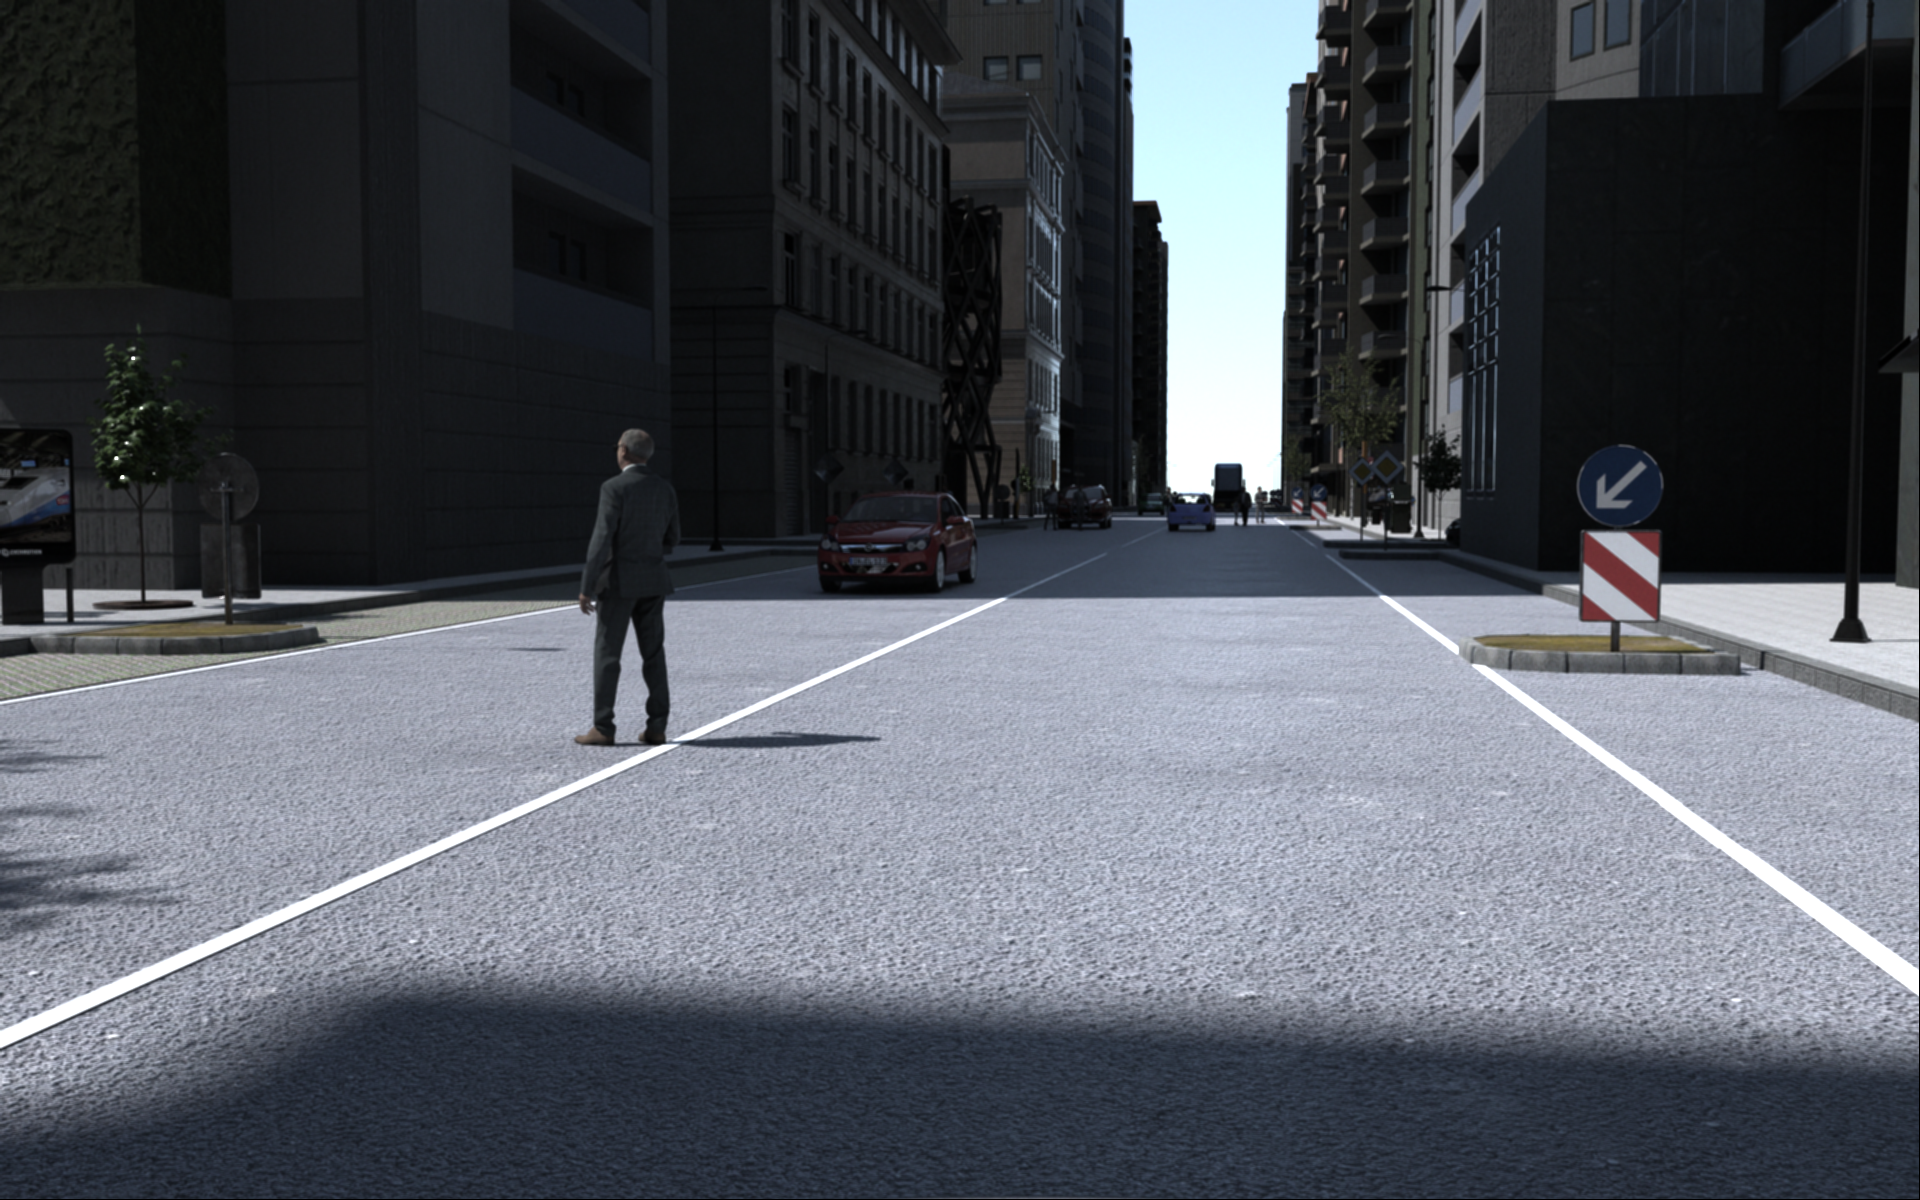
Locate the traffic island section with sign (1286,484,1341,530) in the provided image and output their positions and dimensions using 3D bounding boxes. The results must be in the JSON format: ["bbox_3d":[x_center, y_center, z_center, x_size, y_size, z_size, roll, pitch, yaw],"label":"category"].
[{"bbox_3d":[14.268,-3.730,69.609,1.989,1.847,2.006,1,4,9],"label":"traffic island section with sign"}]

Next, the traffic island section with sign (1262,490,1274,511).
[{"bbox_3d":[26.565,-8.347,145.106,1.989,1.847,2.006,1,4,9],"label":"traffic island section with sign"}]

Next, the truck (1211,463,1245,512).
[{"bbox_3d":[22.604,-9.550,145.906,2.967,4.110,18.799,1,4,9],"label":"truck"}]

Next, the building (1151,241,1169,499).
[{"bbox_3d":[25.468,-36.093,273.719,14.154,41.232,14.086,1,4,9],"label":"building"}]

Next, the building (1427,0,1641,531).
[{"bbox_3d":[29.936,-31.193,52.006,28.212,58.520,21.231,1,4,9],"label":"building"}]

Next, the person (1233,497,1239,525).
[{"bbox_3d":[12.768,-4.106,79.912,0.394,1.301,0.425,-2,4,-35],"label":"person"}]

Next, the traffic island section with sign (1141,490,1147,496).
[{"bbox_3d":[18.444,-10.100,173.767,1.989,1.847,2.006,1,4,9],"label":"traffic island section with sign"}]

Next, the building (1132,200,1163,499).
[{"bbox_3d":[17.975,-36.578,252.680,22.147,44.769,28.867,1,4,9],"label":"building"}]

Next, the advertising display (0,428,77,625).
[{"bbox_3d":[-9.253,-0.724,17.044,0.974,1.923,0.123,-2,4,-33],"label":"advertising display"}]

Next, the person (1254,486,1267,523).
[{"bbox_3d":[14.669,-4.632,84.437,0.606,1.804,0.583,-3,5,-43],"label":"person"}]

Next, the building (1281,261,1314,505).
[{"bbox_3d":[47.352,-27.055,214.044,14.160,30.474,14.107,1,4,9],"label":"building"}]

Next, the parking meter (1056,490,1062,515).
[{"bbox_3d":[6.171,-6.075,107.730,0.372,1.533,0.369,0,3,0],"label":"parking meter"}]

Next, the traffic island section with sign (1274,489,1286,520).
[{"bbox_3d":[18.606,-5.358,96.224,1.989,1.847,2.006,1,4,9],"label":"traffic island section with sign"}]

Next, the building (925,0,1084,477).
[{"bbox_3d":[-4.457,-33.642,139.284,28.713,52.752,27.495,1,4,9],"label":"building"}]

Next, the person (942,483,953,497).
[{"bbox_3d":[-0.461,-3.075,58.866,0.778,1.811,0.616,-2,4,-24],"label":"person"}]

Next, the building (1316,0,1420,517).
[{"bbox_3d":[32.308,-27.345,101.715,22.147,44.769,28.867,1,4,9],"label":"building"}]

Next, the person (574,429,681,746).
[{"bbox_3d":[-1.938,-0.079,9.968,0.590,1.801,0.661,3,5,40],"label":"person"}]

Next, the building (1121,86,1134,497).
[{"bbox_3d":[11.377,-32.904,188.092,14.600,45.320,14.200,1,4,9],"label":"building"}]

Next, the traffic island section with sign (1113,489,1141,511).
[{"bbox_3d":[14.018,-8.436,146.549,1.989,1.847,2.006,1,4,9],"label":"traffic island section with sign"}]

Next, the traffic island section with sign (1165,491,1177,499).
[{"bbox_3d":[27.477,-13.489,229.164,1.989,1.847,2.006,1,4,9],"label":"traffic island section with sign"}]

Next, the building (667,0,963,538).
[{"bbox_3d":[-10.218,-14.147,64.585,16.112,22.955,30.059,1,4,9],"label":"building"}]

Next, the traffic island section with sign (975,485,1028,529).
[{"bbox_3d":[1.738,-3.823,71.128,1.989,1.847,2.006,1,4,9],"label":"traffic island section with sign"}]

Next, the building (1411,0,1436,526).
[{"bbox_3d":[26.359,-18.446,73.297,14.160,30.474,14.107,1,4,9],"label":"building"}]

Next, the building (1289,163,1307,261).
[{"bbox_3d":[50.424,-35.335,227.843,14.600,45.320,14.200,1,4,9],"label":"building"}]

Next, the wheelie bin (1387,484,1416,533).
[{"bbox_3d":[14.370,-2.976,56.570,0.980,1.594,0.693,1,4,12],"label":"wheelie bin"}]

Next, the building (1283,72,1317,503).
[{"bbox_3d":[57.174,-43.168,247.789,21.231,58.520,28.212,1,4,9],"label":"building"}]

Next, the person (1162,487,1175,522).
[{"bbox_3d":[10.429,-4.746,86.439,0.623,1.781,0.721,-3,5,-43],"label":"person"}]

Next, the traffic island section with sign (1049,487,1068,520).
[{"bbox_3d":[6.069,-5.450,97.734,1.989,1.847,2.006,1,4,9],"label":"traffic island section with sign"}]

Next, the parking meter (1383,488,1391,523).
[{"bbox_3d":[18.954,-4.182,76.787,0.372,1.533,0.369,0,3,0],"label":"parking meter"}]

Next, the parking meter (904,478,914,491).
[{"bbox_3d":[-1.918,-3.604,64.642,0.255,1.863,0.399,2,4,25],"label":"parking meter"}]

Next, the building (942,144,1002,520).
[{"bbox_3d":[-6.461,-13.533,88.713,16.820,18.784,16.811,1,4,9],"label":"building"}]

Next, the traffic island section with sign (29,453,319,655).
[{"bbox_3d":[-7.199,-0.467,16.258,1.989,1.847,2.006,1,4,9],"label":"traffic island section with sign"}]

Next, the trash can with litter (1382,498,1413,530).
[{"bbox_3d":[15.306,-3.004,60.508,1.055,1.170,0.624,2,4,32],"label":"trash can with litter"}]

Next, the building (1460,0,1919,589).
[{"bbox_3d":[19.810,-43.226,19.415,22.319,86.520,31.000,1,4,9],"label":"building"}]

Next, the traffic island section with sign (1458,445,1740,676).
[{"bbox_3d":[5.336,-0.374,14.748,1.989,1.847,2.006,1,4,9],"label":"traffic island section with sign"}]

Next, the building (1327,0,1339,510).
[{"bbox_3d":[35.100,-29.421,131.137,14.600,45.320,14.200,1,4,9],"label":"building"}]

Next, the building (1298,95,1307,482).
[{"bbox_3d":[46.591,-32.064,178.868,22.147,44.769,28.867,1,4,9],"label":"building"}]

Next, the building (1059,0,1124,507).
[{"bbox_3d":[4.244,-38.222,166.925,21.231,58.520,28.212,1,4,9],"label":"building"}]

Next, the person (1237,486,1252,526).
[{"bbox_3d":[12.892,-4.262,78.582,0.661,1.777,0.834,1,4,17],"label":"person"}]

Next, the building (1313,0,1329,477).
[{"bbox_3d":[45.069,-34.320,150.374,28.713,52.752,27.495,1,4,9],"label":"building"}]

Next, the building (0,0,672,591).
[{"bbox_3d":[-20.684,-30.032,33.023,28.212,58.520,21.231,1,4,9],"label":"building"}]

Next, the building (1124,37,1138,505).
[{"bbox_3d":[12.108,-55.604,221.797,22.319,86.520,31.000,1,4,9],"label":"building"}]

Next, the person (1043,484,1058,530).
[{"bbox_3d":[3.591,-3.680,68.777,0.679,1.850,0.850,-2,4,-28],"label":"person"}]

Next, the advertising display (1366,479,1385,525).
[{"bbox_3d":[17.474,-4.127,72.691,0.974,1.923,0.123,-1,4,-19],"label":"advertising display"}]

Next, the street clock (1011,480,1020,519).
[{"bbox_3d":[2.838,-5.142,88.635,0.358,2.002,0.471,-3,5,-42],"label":"street clock"}]

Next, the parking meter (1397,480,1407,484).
[{"bbox_3d":[18.444,-4.070,72.248,0.399,1.863,0.255,0,4,-1],"label":"parking meter"}]

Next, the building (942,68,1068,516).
[{"bbox_3d":[-0.649,-19.962,112.285,13.634,28.700,20.117,1,4,9],"label":"building"}]
